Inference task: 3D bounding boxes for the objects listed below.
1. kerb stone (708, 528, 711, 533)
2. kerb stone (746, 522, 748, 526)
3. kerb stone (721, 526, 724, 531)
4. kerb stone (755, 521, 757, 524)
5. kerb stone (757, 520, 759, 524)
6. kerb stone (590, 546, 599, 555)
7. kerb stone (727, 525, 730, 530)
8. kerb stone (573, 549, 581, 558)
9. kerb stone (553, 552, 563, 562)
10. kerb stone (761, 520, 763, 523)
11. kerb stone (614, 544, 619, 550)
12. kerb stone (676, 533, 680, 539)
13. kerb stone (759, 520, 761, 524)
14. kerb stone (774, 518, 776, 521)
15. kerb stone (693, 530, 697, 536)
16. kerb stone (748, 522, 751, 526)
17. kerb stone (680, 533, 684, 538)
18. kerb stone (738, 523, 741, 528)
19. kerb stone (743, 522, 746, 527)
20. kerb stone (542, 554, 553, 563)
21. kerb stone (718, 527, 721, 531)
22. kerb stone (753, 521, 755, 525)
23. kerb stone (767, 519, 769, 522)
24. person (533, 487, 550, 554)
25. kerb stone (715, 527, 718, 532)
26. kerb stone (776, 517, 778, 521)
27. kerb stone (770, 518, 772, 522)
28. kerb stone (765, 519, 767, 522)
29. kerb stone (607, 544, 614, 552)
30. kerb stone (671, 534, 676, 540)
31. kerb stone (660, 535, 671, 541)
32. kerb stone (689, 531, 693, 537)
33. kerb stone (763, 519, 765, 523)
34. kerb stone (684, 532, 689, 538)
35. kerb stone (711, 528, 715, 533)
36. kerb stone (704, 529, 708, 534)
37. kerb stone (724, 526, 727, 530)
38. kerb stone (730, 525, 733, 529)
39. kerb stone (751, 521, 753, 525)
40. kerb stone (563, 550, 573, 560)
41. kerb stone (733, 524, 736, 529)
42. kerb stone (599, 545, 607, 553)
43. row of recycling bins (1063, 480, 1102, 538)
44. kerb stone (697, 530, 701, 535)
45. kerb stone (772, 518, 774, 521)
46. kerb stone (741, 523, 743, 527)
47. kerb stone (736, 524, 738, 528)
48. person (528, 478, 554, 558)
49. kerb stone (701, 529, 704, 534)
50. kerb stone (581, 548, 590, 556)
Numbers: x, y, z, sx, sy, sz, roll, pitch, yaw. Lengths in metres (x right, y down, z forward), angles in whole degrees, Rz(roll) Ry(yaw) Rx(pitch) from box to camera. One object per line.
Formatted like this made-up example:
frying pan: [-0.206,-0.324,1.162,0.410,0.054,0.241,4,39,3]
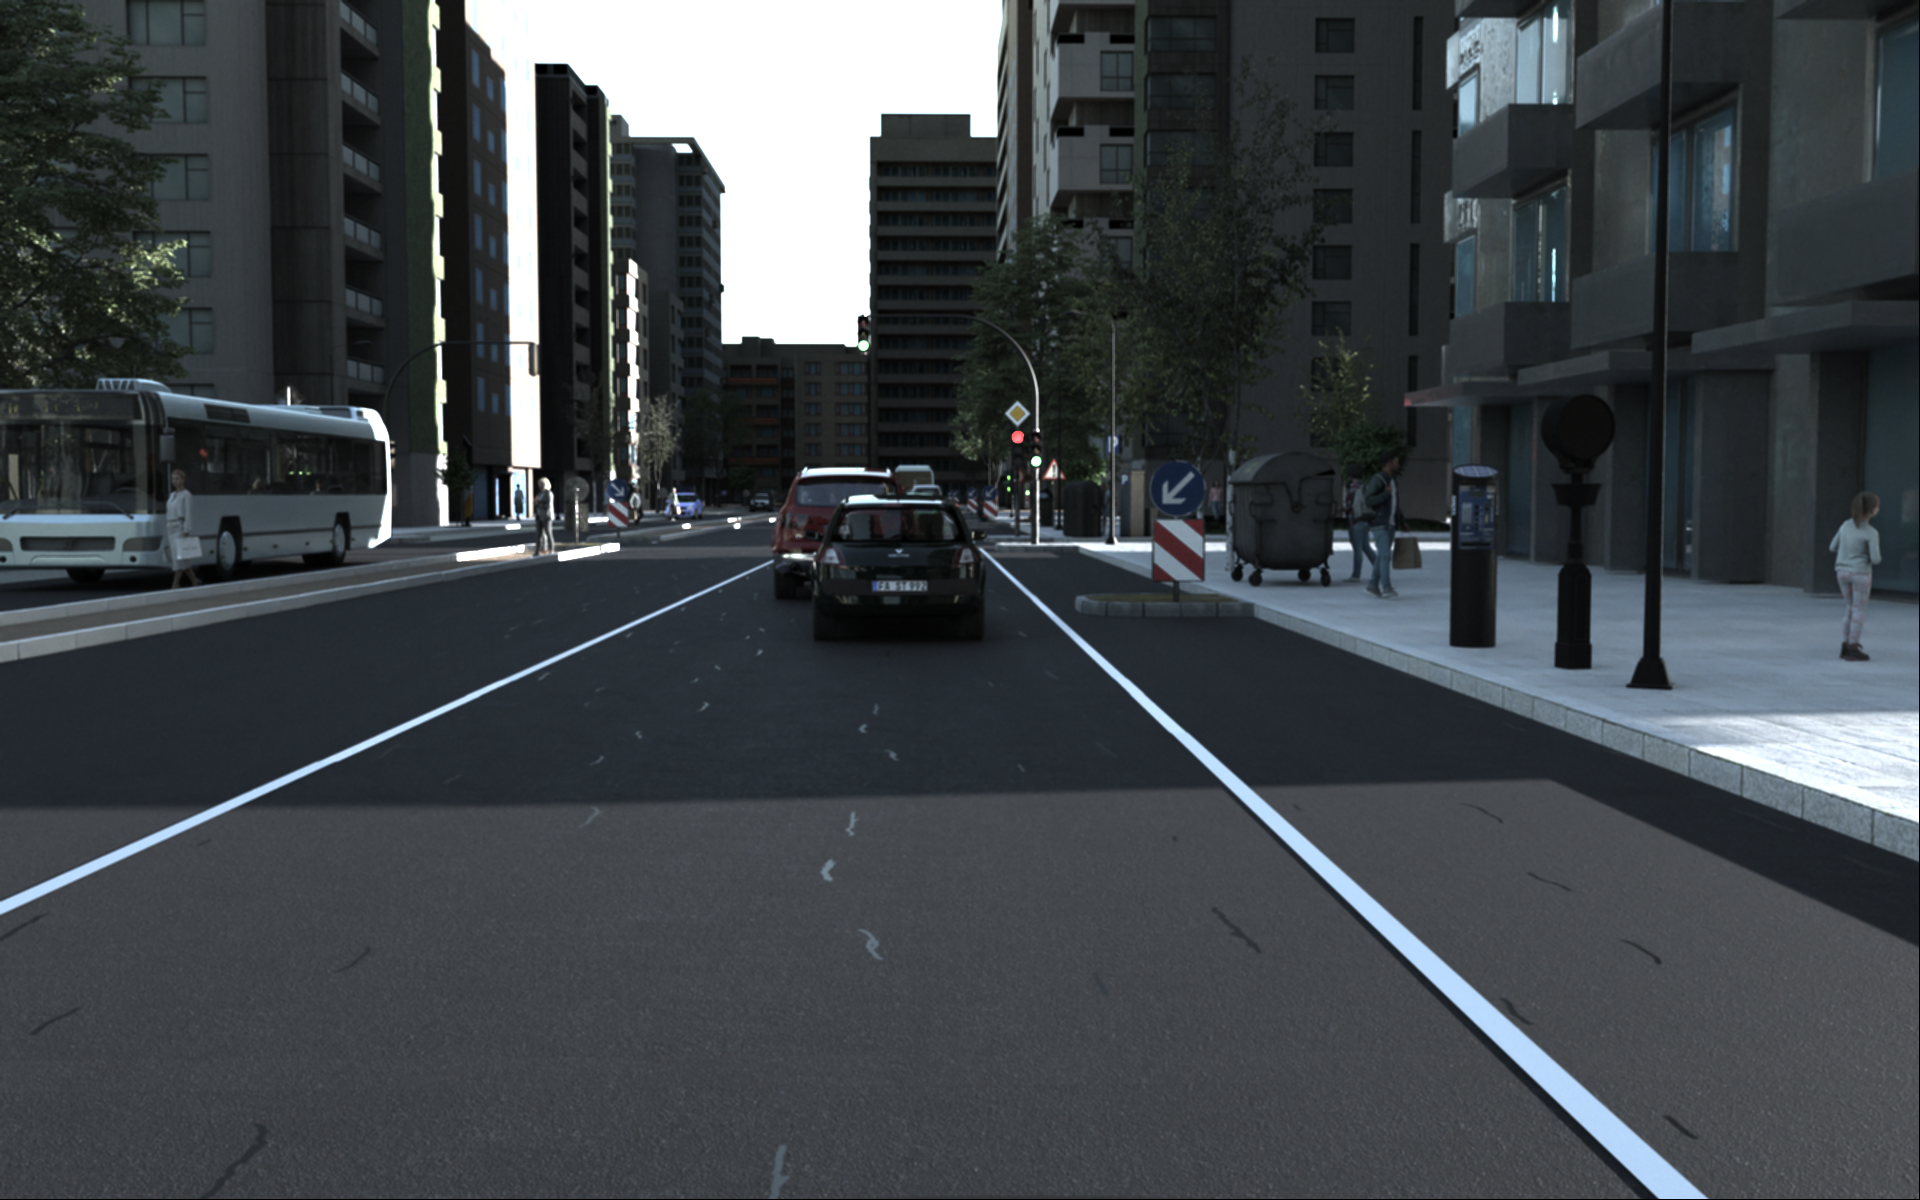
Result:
kerb stone: [-9.291,-2.509,63.213,0.120,0.150,1.000,0,4,-1]
kerb stone: [-9.584,-3.320,76.511,0.120,0.150,1.000,0,4,-1]
kerb stone: [-9.375,-2.759,67.306,0.120,0.150,1.000,0,4,-1]
kerb stone: [-9.676,-3.573,80.610,0.120,0.150,1.000,0,4,-1]
kerb stone: [-9.691,-3.635,81.634,0.120,0.150,1.000,0,4,-1]
kerb stone: [-8.789,-1.154,41.099,0.120,0.150,1.000,0,4,-1]
kerb stone: [-9.424,-2.882,69.350,0.120,0.150,1.000,0,4,-1]
kerb stone: [-8.751,-1.031,39.050,0.120,0.150,1.000,0,4,-1]
kerb stone: [-8.693,-0.906,37.006,0.120,0.150,1.000,0,4,-1]
kerb stone: [-9.738,-3.757,83.690,0.120,0.150,1.000,0,4,-1]
kerb stone: [-8.852,-1.344,44.176,0.120,0.150,1.000,0,4,-1]
kerb stone: [-9.103,-2.006,54.995,0.120,0.150,1.000,0,4,-1]
kerb stone: [-9.722,-3.699,82.667,0.120,0.150,1.000,0,4,-1]
kerb stone: [-9.894,-4.191,90.854,0.120,0.150,1.000,0,4,-1]
kerb stone: [-9.197,-2.257,59.103,0.120,0.150,1.000,0,4,-1]
kerb stone: [-9.598,-3.385,77.533,0.120,0.150,1.000,0,4,-1]
kerb stone: [-9.125,-2.068,56.022,0.120,0.150,1.000,0,4,-1]
kerb stone: [-9.509,-3.131,73.441,0.120,0.150,1.000,0,4,-1]
kerb stone: [-9.561,-3.257,75.489,0.120,0.150,1.000,0,4,-1]
kerb stone: [-8.683,-0.843,35.980,0.120,0.150,1.000,0,4,-1]
kerb stone: [-9.344,-2.697,66.284,0.120,0.150,1.000,0,4,-1]
kerb stone: [-9.651,-3.510,79.577,0.120,0.150,1.000,0,4,-1]
kerb stone: [-9.800,-3.946,86.763,0.120,0.150,1.000,0,4,-1]
person: [-9.996,-1.999,41.366,0.511,1.800,0.466,2,4,35]
kerb stone: [-9.323,-2.634,65.257,0.120,0.150,1.000,0,4,-1]
kerb stone: [-9.916,-4.259,91.879,0.120,0.150,1.000,0,4,-1]
kerb stone: [-9.849,-4.074,88.808,0.120,0.150,1.000,0,4,-1]
kerb stone: [-9.786,-3.879,85.742,0.120,0.150,1.000,0,4,-1]
kerb stone: [-8.833,-1.282,43.155,0.120,0.150,1.000,0,4,-1]
kerb stone: [-9.075,-1.941,53.974,0.120,0.150,1.000,0,4,-1]
kerb stone: [-9.057,-1.881,52.951,0.120,0.150,1.000,0,4,-1]
kerb stone: [-9.173,-2.195,58.077,0.120,0.150,1.000,0,4,-1]
kerb stone: [-9.766,-3.821,84.712,0.120,0.150,1.000,0,4,-1]
kerb stone: [-9.139,-2.129,57.044,0.120,0.150,1.000,0,4,-1]
kerb stone: [-9.306,-2.571,64.235,0.120,0.150,1.000,0,4,-1]
kerb stone: [-9.258,-2.440,62.179,0.120,0.150,1.000,0,4,-1]
kerb stone: [-9.405,-2.822,68.328,0.120,0.150,1.000,0,4,-1]
kerb stone: [-9.447,-2.947,70.375,0.120,0.150,1.000,0,4,-1]
kerb stone: [-9.632,-3.447,78.555,0.120,0.150,1.000,0,4,-1]
kerb stone: [-8.722,-0.967,38.027,0.120,0.150,1.000,0,4,-1]
kerb stone: [-9.470,-3.006,71.397,0.120,0.150,1.000,0,4,-1]
kerb stone: [-8.809,-1.219,42.121,0.120,0.150,1.000,0,4,-1]
row of recycling bins: [3.665,-2.790,52.724,1.069,1.692,3.534,0,4,-2]
kerb stone: [-9.217,-2.320,60.127,0.120,0.150,1.000,0,4,-1]
kerb stone: [-9.872,-4.137,89.832,0.120,0.150,1.000,0,4,-1]
kerb stone: [-9.538,-3.195,74.464,0.120,0.150,1.000,0,4,-1]
kerb stone: [-9.493,-3.070,72.419,0.120,0.150,1.000,0,4,-1]
person: [-9.328,-1.838,38.730,0.526,1.800,0.537,-3,5,-39]
kerb stone: [-9.243,-2.383,61.153,0.120,0.150,1.000,0,4,-1]
kerb stone: [-8.769,-1.094,40.077,0.120,0.150,1.000,0,4,-1]
